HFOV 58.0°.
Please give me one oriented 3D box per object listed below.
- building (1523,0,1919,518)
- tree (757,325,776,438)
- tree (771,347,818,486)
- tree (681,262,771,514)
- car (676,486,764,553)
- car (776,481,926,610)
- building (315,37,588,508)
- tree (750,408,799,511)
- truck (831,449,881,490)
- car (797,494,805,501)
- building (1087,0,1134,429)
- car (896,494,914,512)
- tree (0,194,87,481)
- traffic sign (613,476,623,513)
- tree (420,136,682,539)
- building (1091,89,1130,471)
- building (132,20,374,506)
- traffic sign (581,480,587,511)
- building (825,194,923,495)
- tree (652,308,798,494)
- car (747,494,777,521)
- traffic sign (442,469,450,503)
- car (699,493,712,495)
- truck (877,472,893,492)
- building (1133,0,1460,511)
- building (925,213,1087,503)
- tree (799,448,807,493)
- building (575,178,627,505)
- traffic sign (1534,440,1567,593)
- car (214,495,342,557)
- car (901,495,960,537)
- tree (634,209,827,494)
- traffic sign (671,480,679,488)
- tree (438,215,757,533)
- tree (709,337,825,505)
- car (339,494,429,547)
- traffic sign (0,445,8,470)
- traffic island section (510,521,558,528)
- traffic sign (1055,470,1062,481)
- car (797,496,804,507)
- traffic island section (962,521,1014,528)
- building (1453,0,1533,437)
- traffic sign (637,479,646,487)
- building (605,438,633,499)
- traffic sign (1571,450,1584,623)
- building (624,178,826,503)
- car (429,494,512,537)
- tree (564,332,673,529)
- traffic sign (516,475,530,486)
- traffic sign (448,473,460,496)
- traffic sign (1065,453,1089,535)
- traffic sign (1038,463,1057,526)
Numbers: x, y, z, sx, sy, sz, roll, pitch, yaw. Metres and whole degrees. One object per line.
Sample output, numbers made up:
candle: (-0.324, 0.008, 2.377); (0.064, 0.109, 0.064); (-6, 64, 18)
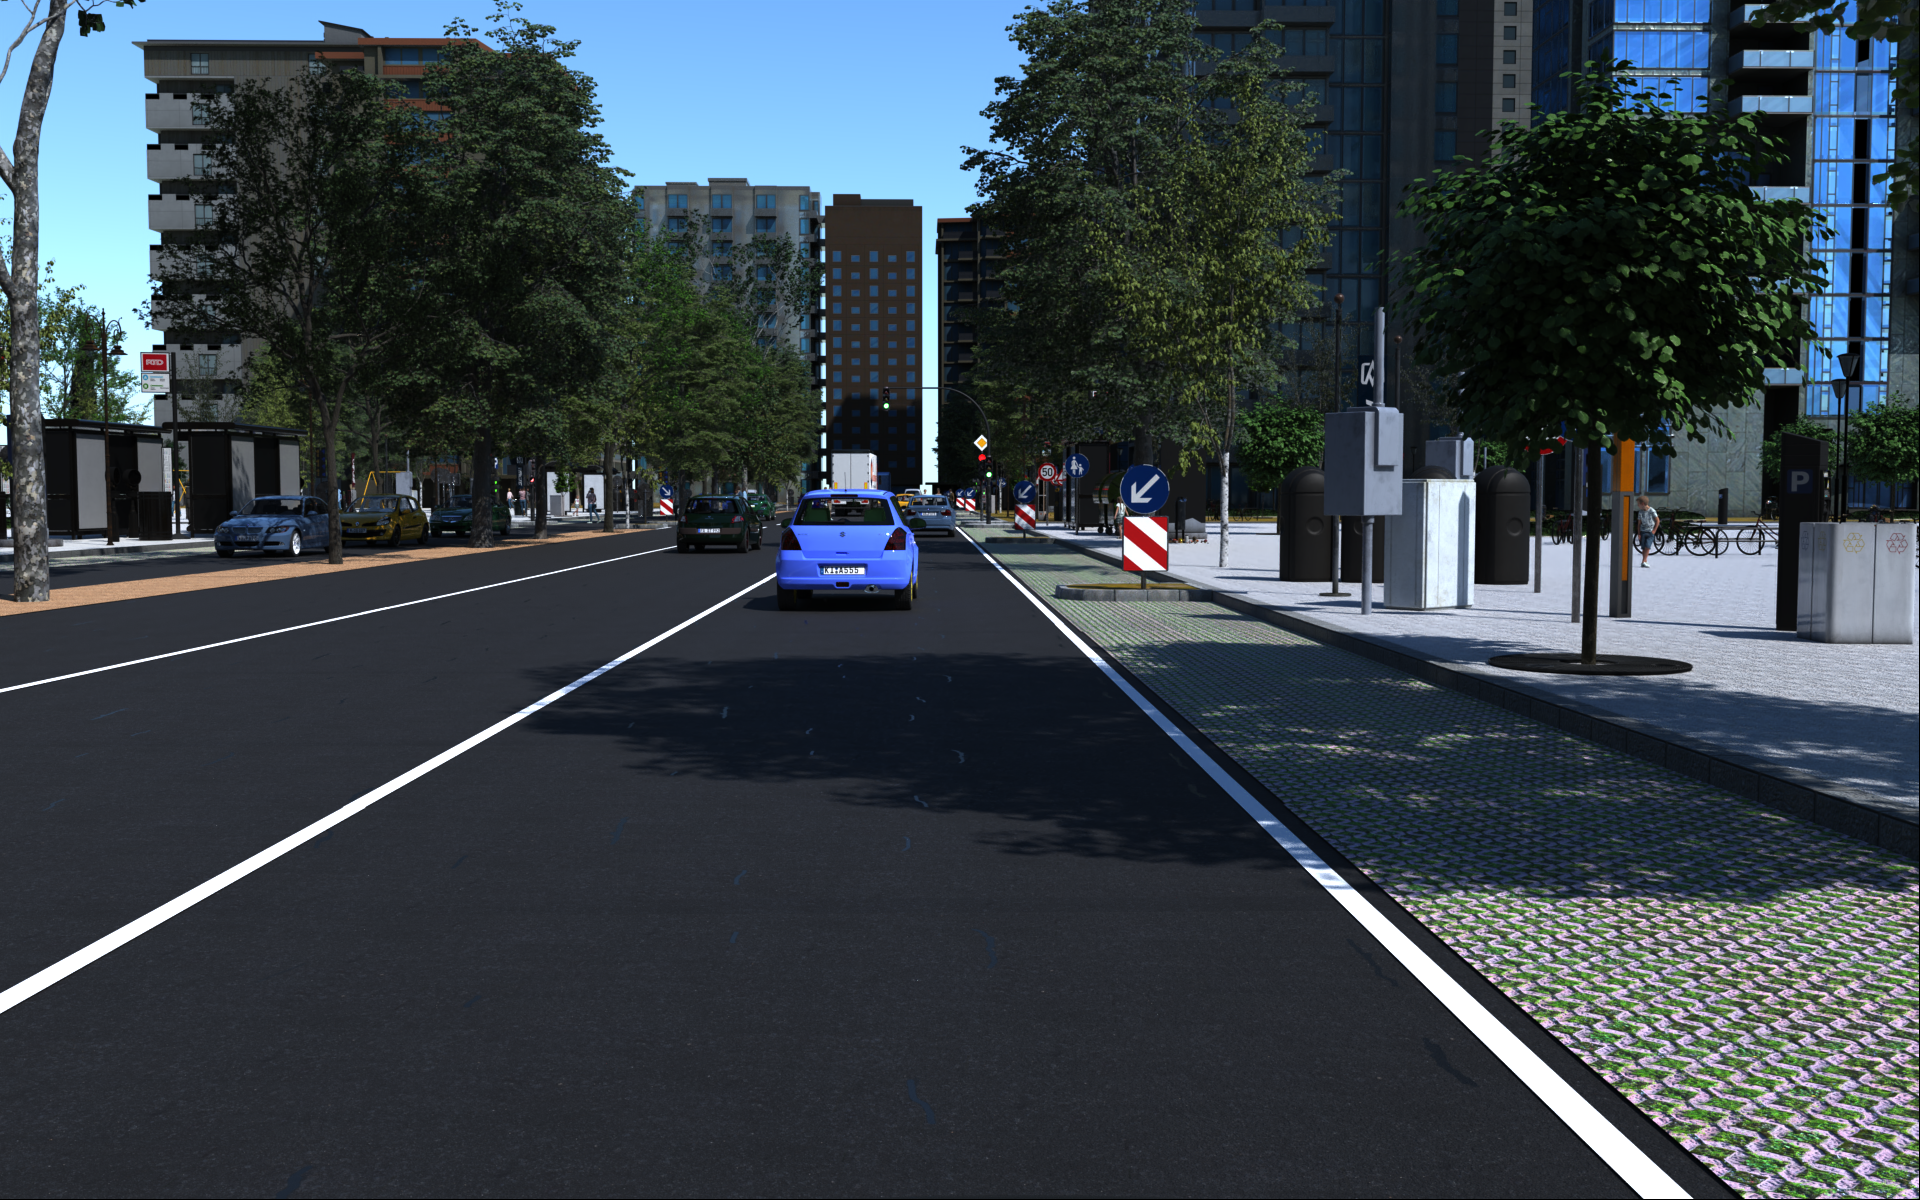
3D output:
building: (48.511, -48.351, 103.203); (31.000, 86.520, 22.319); (0, 4, -1)
tree: (-13.660, -10.064, 92.755); (9.928, 11.665, 9.643); (0, 3, 0)
tree: (-14.622, -12.840, 130.511); (7.486, 12.596, 7.792); (0, 3, 0)
tree: (-13.573, -9.991, 83.936); (7.486, 12.596, 7.792); (0, 3, 0)
car: (-5.980, -2.052, 43.337); (2.009, 1.686, 4.222); (0, 4, 0)
car: (-1.416, -0.800, 22.669); (1.945, 1.707, 3.694); (0, 3, 0)
building: (-49.242, -31.514, 169.879); (22.147, 44.769, 28.867); (0, 4, -1)
tree: (-14.146, -10.497, 124.440); (4.737, 8.622, 4.395); (0, 3, 0)
truck: (-6.836, -7.672, 114.346); (2.839, 4.237, 11.283); (0, 4, 0)
car: (-19.084, -12.588, 214.850); (2.155, 1.783, 4.494); (0, 4, 0)
building: (24.248, -47.076, 207.949); (20.563, 71.187, 20.611); (0, 4, -1)
car: (-3.514, -6.177, 111.213); (2.015, 1.641, 3.980); (0, 4, -3)
tree: (-22.044, -5.382, 38.365); (4.737, 8.622, 4.395); (0, 3, 0)
traffic sign: (-23.606, -7.291, 119.311); (0.768, 2.556, 0.104); (1, 4, 8)
tree: (-13.381, -8.212, 54.843); (7.486, 12.596, 7.792); (0, 3, 0)
building: (22.018, -33.050, 190.477); (14.600, 45.320, 14.200); (0, 4, -1)
building: (-77.817, -37.490, 202.203); (27.495, 52.752, 28.713); (0, 4, -1)
traffic sign: (-27.531, -7.792, 127.506); (0.768, 2.556, 0.104); (0, 4, 5)
building: (-12.770, -37.369, 261.090); (14.200, 45.320, 14.600); (0, 4, -1)
tree: (-14.555, -11.198, 102.556); (9.611, 12.733, 9.660); (0, 3, 0)
car: (-11.003, -4.994, 93.450); (2.131, 1.459, 4.920); (0, 4, -1)
traffic sign: (-25.834, -5.296, 86.695); (0.768, 2.556, 0.104); (0, 4, 8)
car: (-21.460, -8.355, 146.199); (1.945, 1.707, 3.694); (0, 4, 1)
truck: (-9.313, -13.189, 205.405); (2.967, 4.110, 18.799); (0, 4, -3)
building: (26.080, -31.782, 139.248); (23.786, 49.044, 30.456); (0, 4, -1)
building: (9.105, -37.328, 264.941); (28.867, 44.769, 22.147); (0, 4, -1)
tree: (-14.764, -11.933, 147.923); (4.737, 8.622, 4.395); (0, 3, 0)
building: (-51.740, -31.182, 201.702); (23.993, 40.220, 32.217); (0, 4, -1)
traffic sign: (7.506, -1.366, 22.436); (0.768, 2.556, 0.104); (0, 4, 1)
car: (-15.986, -1.762, 40.818); (2.014, 1.417, 4.499); (0, 4, -2)
car: (-1.023, -2.861, 58.781); (2.014, 1.417, 4.499); (0, 4, 0)
tree: (-15.529, -15.716, 115.297); (12.611, 20.169, 13.585); (0, 3, 0)
traffic sign: (-23.595, -8.785, 143.743); (0.768, 2.556, 0.104); (0, 4, 7)
tree: (-12.902, -8.285, 63.674); (9.928, 11.665, 9.643); (0, 3, 0)
tree: (-15.333, -14.144, 140.362); (9.857, 13.997, 8.962); (0, 3, 0)
car: (-16.124, -2.323, 48.198); (2.015, 1.641, 3.980); (0, 4, 0)
traffic sign: (-23.921, -2.672, 43.800); (0.768, 2.556, 0.104); (0, 4, 1)
traffic island section: (-20.084, -3.613, 81.350); (2.009, 0.180, 2.903); (0, 4, -1)
traffic sign: (4.401, -4.409, 72.087); (0.884, 2.594, 0.081); (0, 4, 8)
car: (-10.873, -6.940, 126.049); (1.945, 1.354, 3.894); (0, 3, 0)
traffic island section: (1.231, -3.153, 73.834); (2.009, 0.180, 2.903); (0, 4, -1)
building: (56.811, -47.150, 209.157); (20.611, 71.187, 20.563); (0, 4, -1)
traffic sign: (-24.762, -8.263, 135.108); (0.884, 2.594, 0.081); (1, 4, 8)
building: (-57.361, -29.881, 260.254); (14.107, 30.474, 14.160); (0, 4, -1)
traffic sign: (6.146, -1.046, 17.210); (0.768, 2.556, 0.104); (0, 4, 1)
building: (-35.192, -39.470, 264.937); (30.456, 49.044, 23.786); (0, 4, -1)
car: (-16.660, -2.891, 59.074); (2.131, 1.459, 4.920); (0, 4, 0)
tree: (-13.769, -7.258, 71.487); (4.737, 8.622, 4.395); (0, 3, 0)
traffic sign: (-27.187, -6.583, 107.638); (0.884, 2.594, 0.081); (0, 4, 1)
traffic sign: (-24.579, -5.015, 84.119); (0.606, 2.300, 0.079); (0, 4, 5)
traffic sign: (3.670, -3.315, 54.310); (0.768, 2.556, 0.104); (0, 4, 7)
traffic sign: (3.540, -4.283, 70.140); (0.768, 2.556, 0.104); (0, 4, 8)
